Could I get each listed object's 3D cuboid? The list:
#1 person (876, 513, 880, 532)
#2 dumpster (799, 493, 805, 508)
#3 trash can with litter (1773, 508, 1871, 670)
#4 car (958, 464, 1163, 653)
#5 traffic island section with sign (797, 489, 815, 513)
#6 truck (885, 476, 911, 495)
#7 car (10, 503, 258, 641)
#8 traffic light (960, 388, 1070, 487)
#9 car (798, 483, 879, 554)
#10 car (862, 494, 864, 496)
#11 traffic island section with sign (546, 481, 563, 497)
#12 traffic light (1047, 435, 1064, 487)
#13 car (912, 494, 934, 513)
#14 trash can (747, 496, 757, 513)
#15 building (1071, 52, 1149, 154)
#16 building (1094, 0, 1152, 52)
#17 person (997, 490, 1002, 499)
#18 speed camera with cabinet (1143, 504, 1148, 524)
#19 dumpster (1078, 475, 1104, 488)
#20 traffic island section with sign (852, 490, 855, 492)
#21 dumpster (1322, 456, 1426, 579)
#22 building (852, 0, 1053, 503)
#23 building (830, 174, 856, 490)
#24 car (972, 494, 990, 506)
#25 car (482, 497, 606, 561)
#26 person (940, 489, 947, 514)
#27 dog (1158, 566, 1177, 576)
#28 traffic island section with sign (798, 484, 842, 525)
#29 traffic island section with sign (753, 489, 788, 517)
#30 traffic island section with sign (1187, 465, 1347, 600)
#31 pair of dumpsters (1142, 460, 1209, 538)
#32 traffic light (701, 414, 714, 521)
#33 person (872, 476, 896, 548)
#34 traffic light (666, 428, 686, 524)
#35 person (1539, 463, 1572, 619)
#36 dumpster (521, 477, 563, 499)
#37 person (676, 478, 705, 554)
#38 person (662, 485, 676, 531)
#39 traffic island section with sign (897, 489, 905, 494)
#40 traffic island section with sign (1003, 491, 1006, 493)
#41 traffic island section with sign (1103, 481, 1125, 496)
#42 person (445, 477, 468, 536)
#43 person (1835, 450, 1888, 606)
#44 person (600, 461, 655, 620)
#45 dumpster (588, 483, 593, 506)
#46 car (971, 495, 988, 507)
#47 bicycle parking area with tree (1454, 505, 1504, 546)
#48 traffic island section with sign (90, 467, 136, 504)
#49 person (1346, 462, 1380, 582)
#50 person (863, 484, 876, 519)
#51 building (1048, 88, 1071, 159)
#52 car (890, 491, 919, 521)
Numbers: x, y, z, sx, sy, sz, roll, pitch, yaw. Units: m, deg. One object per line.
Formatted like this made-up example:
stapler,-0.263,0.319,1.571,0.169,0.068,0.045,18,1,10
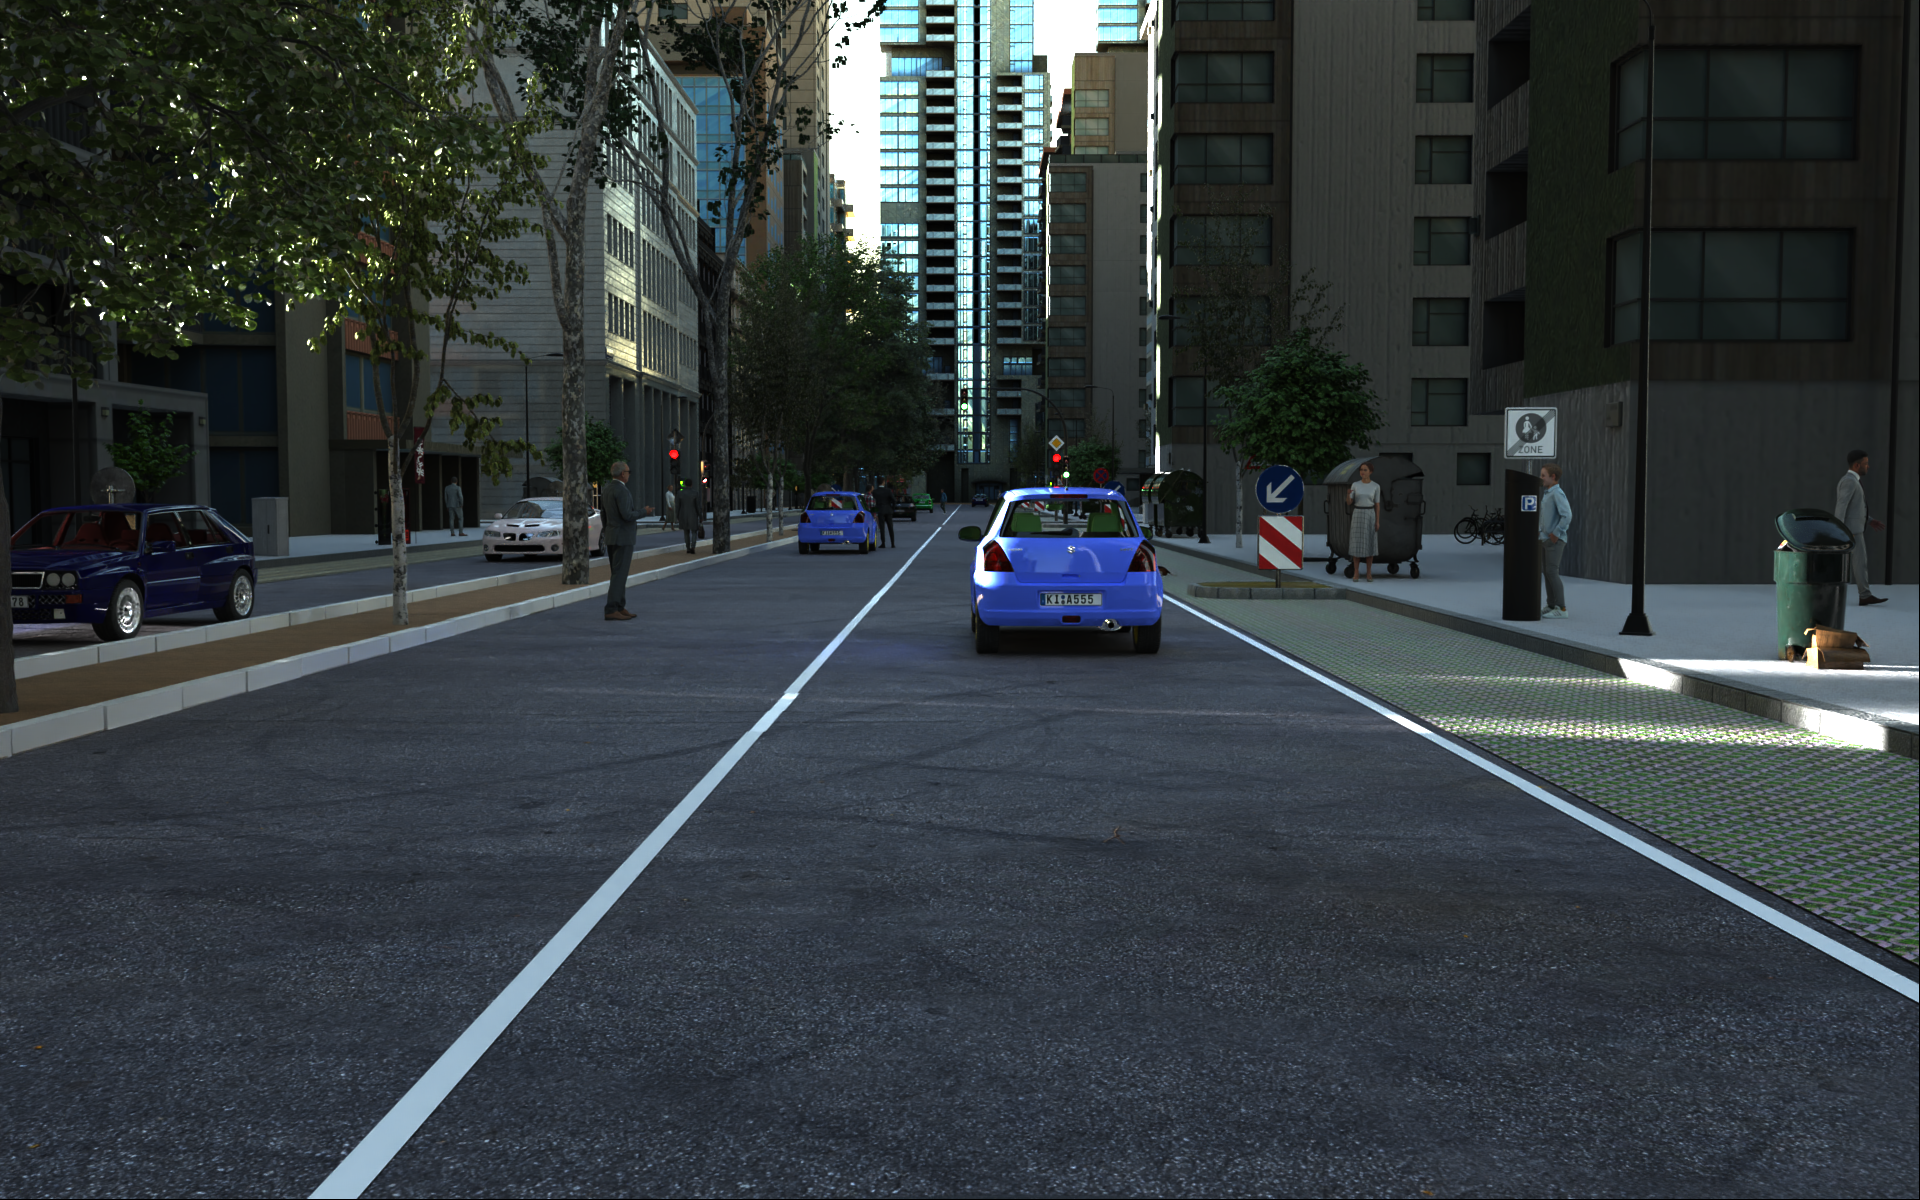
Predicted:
person,-3.058,-3.460,66.075,0.522,1.701,0.512,-1,4,-18
dumpster,-13.893,-9.229,156.651,1.264,1.857,1.865,0,4,0
trash can with litter,6.559,-0.101,13.041,0.624,1.170,1.055,0,4,5
car,0.955,-0.446,16.879,1.945,1.707,3.694,0,4,-1
traffic island section with sign,-11.516,-7.659,133.853,1.989,1.847,2.006,0,4,0
truck,-7.571,-13.695,212.824,2.839,4.237,11.283,0,4,1
car,-8.909,-0.337,18.094,1.945,1.354,3.894,0,4,2
traffic light,2.406,-6.073,73.964,4.771,5.953,1.251,0,4,0
car,-2.987,-2.027,42.728,1.945,1.707,3.694,0,4,1
car,-8.631,-8.623,150.765,2.009,1.686,4.222,0,4,1
traffic island section with sign,-12.009,-2.614,51.359,1.989,1.847,2.006,0,4,0
traffic light,4.547,-5.698,82.077,0.839,4.253,0.868,0,4,0
car,-2.936,-7.510,131.585,1.959,1.807,4.718,0,4,-1
trash can,-14.094,-6.443,116.994,0.748,1.137,0.748,0,3,0
building,17.415,-29.400,164.285,14.154,41.232,14.086,0,4,0
building,31.257,-57.476,252.398,31.000,86.520,22.319,0,4,0
person,3.510,-8.916,154.557,0.520,1.790,0.573,2,4,29
speed camera with cabinet,8.918,-4.898,74.420,2.038,3.252,0.660,0,4,-5
dumpster,6.670,-5.205,87.588,1.502,2.255,1.985,0,4,0
traffic island section with sign,-11.206,-10.729,184.053,1.989,1.847,2.006,0,4,0
dumpster,6.445,-1.297,26.957,1.264,1.857,1.865,0,4,0
building,0.261,-57.520,253.126,31.000,86.520,22.319,0,4,0
building,-30.530,-38.877,255.247,30.456,49.044,23.786,0,4,0
car,2.452,-11.587,201.242,2.131,1.459,4.920,0,4,1
car,-9.184,-1.606,38.615,2.083,1.381,4.827,0,4,2
person,-1.146,-6.930,122.146,0.444,1.785,0.601,-1,4,-22
dog,3.384,-0.614,30.232,0.748,0.427,0.550,3,5,44
traffic island section with sign,-5.885,-4.059,74.508,2.006,1.907,1.989,0,4,0
traffic island section with sign,-11.685,-6.010,106.899,1.989,1.847,2.006,0,4,0
traffic island section with sign,4.245,-0.959,24.314,1.989,1.847,2.006,0,4,0
pair of dumpsters,6.480,-3.043,52.245,1.574,2.255,4.437,0,4,0
traffic light,-10.022,-6.576,82.185,4.771,5.953,1.251,0,4,0
person,-2.028,-2.342,46.153,0.648,1.900,0.474,-1,4,-12
traffic light,-12.163,-5.215,74.178,0.839,4.253,0.868,0,4,0
person,6.170,-0.625,18.074,0.330,1.601,0.589,1,4,10
dumpster,-14.254,-3.285,59.475,1.264,1.857,1.865,0,4,0
person,-6.445,-2.010,41.471,0.694,1.812,0.767,0,4,6
person,-11.344,-3.594,67.485,0.641,1.798,0.478,2,4,33
traffic island section with sign,-5.380,-9.108,157.052,2.006,1.907,1.989,0,4,0
traffic island section with sign,5.387,-12.371,210.898,1.989,1.847,2.006,0,4,0
traffic island section with sign,4.407,-2.620,51.469,1.989,1.847,2.006,0,4,0
person,-15.411,-2.857,52.853,0.635,1.810,0.391,0,4,6
person,10.251,-0.836,19.981,0.850,1.792,0.678,2,4,24
person,-3.818,-0.681,19.812,0.590,1.801,0.661,-3,4,-36
dumpster,-14.246,-3.532,63.506,1.264,1.857,1.865,0,4,0
car,2.134,-10.924,191.193,1.945,1.354,3.894,0,4,0
bicycle parking area with tree,16.875,-3.577,45.493,9.016,4.147,8.231,2,4,32
traffic island section with sign,-12.192,-0.965,24.405,1.989,1.847,2.006,0,4,0
person,5.880,-1.142,25.278,0.480,1.755,0.524,1,4,13
person,-2.730,-2.557,51.153,0.643,1.720,0.563,-3,4,-38
building,21.469,-32.475,185.589,22.147,44.769,28.867,0,4,0
car,-3.184,-5.033,92.081,2.009,1.686,4.222,0,4,-1
